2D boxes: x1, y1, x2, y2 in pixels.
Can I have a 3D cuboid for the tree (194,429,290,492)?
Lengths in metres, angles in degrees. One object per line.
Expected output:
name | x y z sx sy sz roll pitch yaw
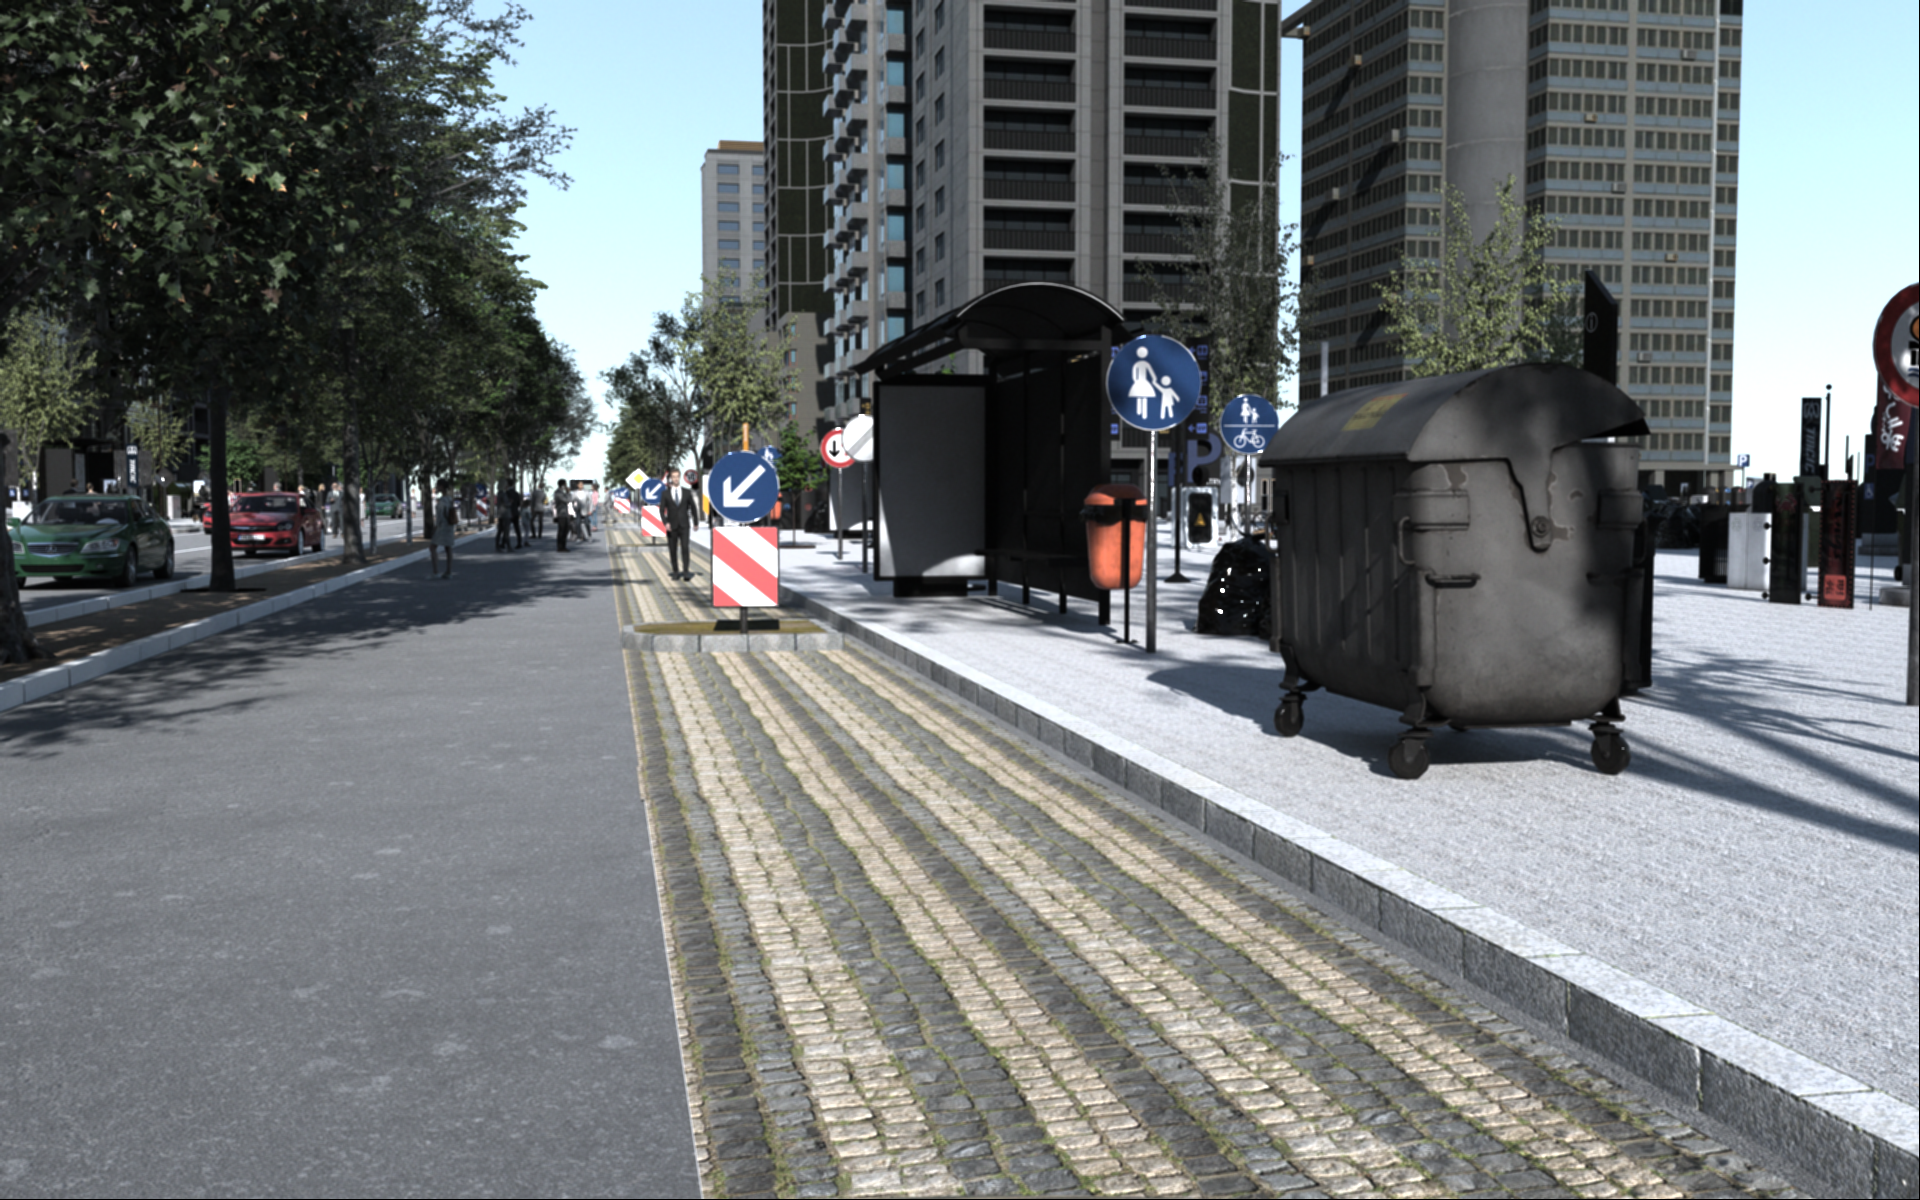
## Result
tree | -36.760 -6.340 87.373 4.285 4.588 4.351 0 3 0

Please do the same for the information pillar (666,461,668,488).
information pillar | -18.899 -7.371 111.878 0.183 3.616 0.504 0 4 4

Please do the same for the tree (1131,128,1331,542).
tree | 5.546 -5.171 34.905 4.360 8.622 3.978 0 3 0

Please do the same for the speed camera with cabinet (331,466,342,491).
speed camera with cabinet | -43.998 -7.873 123.053 0.660 3.252 2.038 -3 5 -44

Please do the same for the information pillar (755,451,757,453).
information pillar | -10.991 -6.179 92.383 0.183 3.616 0.504 3 4 38

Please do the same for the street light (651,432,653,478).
street light | -21.305 -8.992 119.805 0.468 5.910 1.993 -1 4 -12

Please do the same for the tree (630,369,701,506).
tree | -17.644 -9.340 103.073 4.360 8.622 3.978 0 3 0

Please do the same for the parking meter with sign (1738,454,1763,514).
parking meter with sign | 35.164 -4.911 76.557 1.738 3.016 0.543 -2 4 -28

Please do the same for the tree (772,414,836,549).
tree | -3.998 -2.841 41.056 1.663 3.219 1.824 0 3 0

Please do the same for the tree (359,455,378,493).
tree | -46.473 -9.149 133.297 4.285 4.588 4.351 0 3 0

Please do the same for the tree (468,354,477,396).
tree | -15.261 -5.804 47.718 4.360 8.622 3.978 0 3 0

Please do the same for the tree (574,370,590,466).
tree | -21.258 -8.638 78.094 8.767 10.594 7.601 -1 4 -12

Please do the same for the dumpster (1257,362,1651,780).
dumpster | 2.376 -0.168 8.510 1.264 1.857 1.865 -1 4 -12

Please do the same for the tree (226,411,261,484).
tree | -53.985 -11.066 131.286 4.360 8.622 3.978 0 3 0

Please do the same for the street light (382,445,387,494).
street light | -48.753 -10.650 146.922 0.468 5.910 1.993 -1 4 -12

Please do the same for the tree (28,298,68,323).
tree | -30.824 -6.570 57.777 4.737 8.622 4.395 0 3 0

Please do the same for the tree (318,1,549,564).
tree | -12.272 -6.988 34.835 7.486 12.596 7.792 0 3 0

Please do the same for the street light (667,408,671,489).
street light | -15.342 -7.238 91.133 0.468 5.910 1.993 -1 4 -12

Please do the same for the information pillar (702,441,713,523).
information pillar | -10.980 -5.151 75.573 0.504 3.616 0.183 -2 4 -25

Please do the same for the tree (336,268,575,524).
tree | -18.825 -7.743 63.470 8.767 10.594 7.601 -1 4 -12

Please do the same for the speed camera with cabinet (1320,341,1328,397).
speed camera with cabinet | 4.836 -1.684 21.862 0.660 3.252 2.038 0 4 7

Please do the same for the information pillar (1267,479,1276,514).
information pillar | 15.673 -5.021 86.578 0.304 2.012 0.304 0 4 1

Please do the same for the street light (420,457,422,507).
street light | -54.782 -12.428 175.992 0.468 5.910 1.993 -1 4 -12

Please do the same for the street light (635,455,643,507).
street light | -30.964 -11.830 166.200 0.468 5.910 1.993 -1 4 -12

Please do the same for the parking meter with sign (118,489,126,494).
parking meter with sign | -55.093 -7.105 112.422 1.738 3.016 0.543 -3 5 -40

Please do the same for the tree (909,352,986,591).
tree | -0.119 -1.743 23.098 1.663 3.219 1.824 0 3 0

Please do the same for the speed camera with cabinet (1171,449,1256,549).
speed camera with cabinet | 6.031 -2.861 41.110 2.038 3.252 0.660 -2 4 -25

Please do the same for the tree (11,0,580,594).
tree | -10.849 -6.865 25.062 12.009 13.543 11.850 0 3 0

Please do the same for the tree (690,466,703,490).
tree | -16.256 -6.956 108.336 1.663 3.219 1.824 0 3 0

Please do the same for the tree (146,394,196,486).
tree | -50.275 -9.671 108.483 4.737 8.622 4.395 0 3 0

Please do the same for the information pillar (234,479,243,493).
information pillar | -35.461 -4.933 85.142 0.304 2.012 0.304 0 4 -5

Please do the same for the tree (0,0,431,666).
tree | -8.277 -5.798 14.268 9.611 12.733 9.660 0 3 0

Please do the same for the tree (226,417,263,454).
tree | -57.818 -11.606 140.114 4.737 8.622 4.395 0 3 0

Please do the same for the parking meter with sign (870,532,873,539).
parking meter with sign | -1.916 -3.312 50.407 1.738 3.016 0.543 -3 5 -39

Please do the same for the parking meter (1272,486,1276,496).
parking meter | 10.158 -2.870 55.338 0.372 1.533 0.369 0 3 0

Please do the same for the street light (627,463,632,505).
street light | -37.050 -13.593 195.024 0.468 5.910 1.993 -1 4 -12

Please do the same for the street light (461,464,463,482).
street light | -65.509 -15.612 228.046 0.468 5.910 1.993 -1 4 -12

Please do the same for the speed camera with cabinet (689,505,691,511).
speed camera with cabinet | -20.185 -8.545 134.049 0.660 3.252 2.038 1 4 23

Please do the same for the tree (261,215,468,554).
tree | -13.900 -5.378 40.758 4.360 8.622 3.978 0 3 0

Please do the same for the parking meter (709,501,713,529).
parking meter | -8.972 -3.524 63.330 0.399 1.863 0.255 0 4 1

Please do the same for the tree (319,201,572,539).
tree | -16.976 -7.739 54.741 9.928 11.665 9.643 0 3 0

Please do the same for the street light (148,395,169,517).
street light | -33.092 -6.047 71.657 0.468 5.910 1.993 -1 4 -12

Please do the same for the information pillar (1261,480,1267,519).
information pillar | 15.539 -5.128 88.333 0.304 2.012 0.304 1 4 12

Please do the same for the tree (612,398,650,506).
tree | -23.257 -10.973 129.769 4.737 8.622 4.395 0 3 0

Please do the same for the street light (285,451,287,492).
street light | -39.060 -7.801 100.327 0.468 5.910 1.993 -1 4 -12

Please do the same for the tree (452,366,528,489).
tree | -22.875 -8.036 84.209 4.737 8.622 4.395 0 3 0

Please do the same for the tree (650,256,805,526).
tree | -7.096 -6.380 54.682 4.737 8.622 4.395 0 3 0

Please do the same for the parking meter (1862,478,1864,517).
parking meter | 24.914 -2.548 47.369 0.255 1.863 0.399 -2 4 -26

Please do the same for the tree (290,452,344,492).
tree | -42.476 -7.871 112.406 4.285 4.588 4.351 0 3 0

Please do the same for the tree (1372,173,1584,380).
tree | 11.745 -5.447 39.425 4.737 8.622 4.395 0 3 0

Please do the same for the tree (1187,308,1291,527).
tree | 10.582 -7.151 67.275 4.737 8.622 4.395 0 3 0

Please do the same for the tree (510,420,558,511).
tree | -31.055 -10.543 125.202 4.360 8.622 3.978 0 3 0
